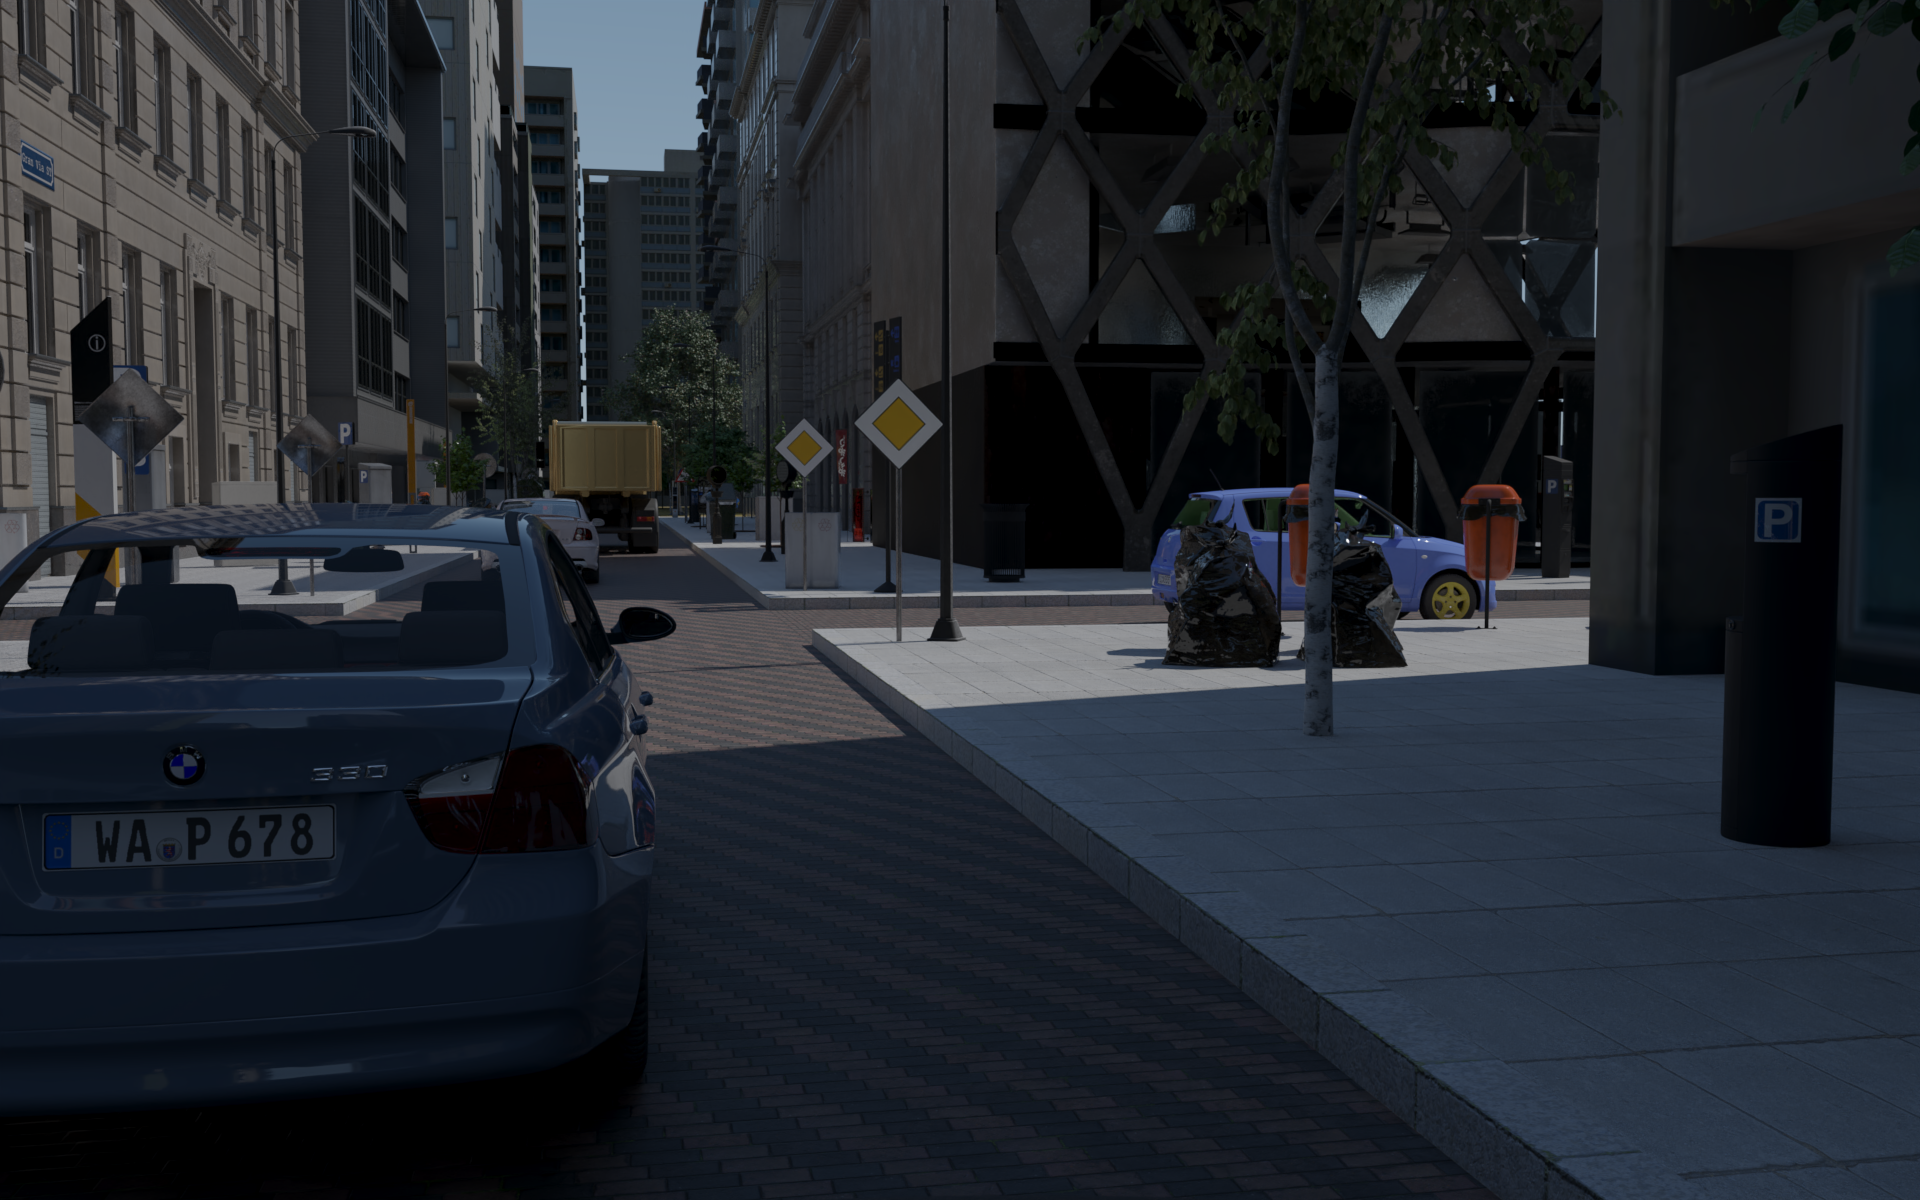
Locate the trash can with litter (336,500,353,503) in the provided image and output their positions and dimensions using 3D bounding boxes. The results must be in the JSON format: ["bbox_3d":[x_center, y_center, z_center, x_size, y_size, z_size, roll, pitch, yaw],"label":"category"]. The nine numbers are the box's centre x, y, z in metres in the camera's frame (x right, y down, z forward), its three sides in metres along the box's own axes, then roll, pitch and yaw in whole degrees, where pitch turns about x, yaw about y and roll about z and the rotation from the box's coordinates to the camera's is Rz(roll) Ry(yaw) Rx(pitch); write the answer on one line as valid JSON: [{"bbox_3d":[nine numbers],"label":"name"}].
[{"bbox_3d":[-11.427,-1.322,33.010,0.624,1.170,1.055,2,4,34],"label":"trash can with litter"}]

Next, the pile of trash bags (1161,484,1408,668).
[{"bbox_3d":[2.752,-0.279,14.312,1.912,1.369,3.447,1,4,16],"label":"pile of trash bags"}]

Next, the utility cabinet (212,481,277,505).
[{"bbox_3d":[-12.615,-1.347,30.704,0.318,1.500,1.173,3,5,39],"label":"utility cabinet"}]

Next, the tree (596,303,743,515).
[{"bbox_3d":[-16.974,-11.433,103.945,9.611,12.733,9.660,0,3,0],"label":"tree"}]

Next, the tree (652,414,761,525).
[{"bbox_3d":[-9.818,-5.351,71.199,4.285,4.588,4.351,0,3,0],"label":"tree"}]

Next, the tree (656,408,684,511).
[{"bbox_3d":[-21.495,-10.887,128.366,4.360,8.622,3.978,0,3,0],"label":"tree"}]

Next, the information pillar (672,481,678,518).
[{"bbox_3d":[-15.540,-5.502,94.451,0.304,2.012,0.304,-1,4,-10],"label":"information pillar"}]

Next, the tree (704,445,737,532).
[{"bbox_3d":[-7.446,-3.923,58.739,1.663,3.219,1.824,0,3,0],"label":"tree"}]

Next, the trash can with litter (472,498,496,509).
[{"bbox_3d":[-14.696,-2.542,52.948,0.624,1.170,1.055,1,4,15],"label":"trash can with litter"}]

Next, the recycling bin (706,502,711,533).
[{"bbox_3d":[-7.893,-2.723,57.070,0.722,1.027,0.722,1,4,14],"label":"recycling bin"}]

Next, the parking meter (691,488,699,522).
[{"bbox_3d":[-12.009,-4.289,78.539,0.372,1.533,0.369,0,3,0],"label":"parking meter"}]

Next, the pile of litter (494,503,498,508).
[{"bbox_3d":[-22.318,-4.260,83.614,1.719,0.858,1.176,-2,4,-33],"label":"pile of litter"}]

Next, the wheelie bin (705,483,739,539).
[{"bbox_3d":[-6.777,-2.525,49.186,0.980,1.594,0.693,-2,4,-28],"label":"wheelie bin"}]

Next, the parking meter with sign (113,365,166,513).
[{"bbox_3d":[-11.423,-1.715,24.306,0.543,3.016,1.738,-1,4,-10],"label":"parking meter with sign"}]

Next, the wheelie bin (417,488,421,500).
[{"bbox_3d":[-29.199,-5.184,92.672,0.980,1.594,0.693,1,4,14],"label":"wheelie bin"}]

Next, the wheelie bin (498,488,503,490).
[{"bbox_3d":[-23.684,-4.971,89.180,0.693,1.594,0.980,0,4,3],"label":"wheelie bin"}]

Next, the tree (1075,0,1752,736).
[{"bbox_3d":[2.107,-3.594,9.122,4.737,8.622,4.395,0,3,0],"label":"tree"}]

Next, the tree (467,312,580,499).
[{"bbox_3d":[-18.011,-7.367,70.807,4.360,8.622,3.978,0,3,0],"label":"tree"}]

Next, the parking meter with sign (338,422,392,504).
[{"bbox_3d":[-14.409,-2.844,42.765,0.543,3.016,1.738,2,4,34],"label":"parking meter with sign"}]

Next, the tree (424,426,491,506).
[{"bbox_3d":[-14.109,-3.353,49.420,1.663,3.219,1.824,0,3,0],"label":"tree"}]

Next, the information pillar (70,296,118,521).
[{"bbox_3d":[-10.285,-1.790,20.617,0.504,3.616,0.183,0,4,2],"label":"information pillar"}]

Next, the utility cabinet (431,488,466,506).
[{"bbox_3d":[-18.329,-3.268,62.103,1.173,1.500,0.318,-2,4,-35],"label":"utility cabinet"}]

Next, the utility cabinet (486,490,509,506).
[{"bbox_3d":[-22.785,-4.673,85.077,1.173,1.500,0.318,-3,4,-36],"label":"utility cabinet"}]

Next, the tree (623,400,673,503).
[{"bbox_3d":[-27.610,-13.521,155.483,7.601,10.594,8.767,-1,4,-19],"label":"tree"}]

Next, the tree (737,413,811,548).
[{"bbox_3d":[-4.263,-2.876,41.623,1.663,3.219,1.824,0,3,0],"label":"tree"}]

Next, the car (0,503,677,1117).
[{"bbox_3d":[-1.872,0.407,5.345,2.014,1.417,4.499,-1,4,-11],"label":"car"}]

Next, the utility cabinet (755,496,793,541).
[{"bbox_3d":[-5.149,-2.253,47.992,1.020,1.237,0.306,-2,4,-26],"label":"utility cabinet"}]

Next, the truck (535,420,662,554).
[{"bbox_3d":[-9.316,-3.004,45.044,3.469,3.379,9.791,-1,4,-13],"label":"truck"}]

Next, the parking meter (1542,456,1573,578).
[{"bbox_3d":[9.143,-1.271,26.500,0.255,1.863,0.399,-2,4,-32],"label":"parking meter"}]

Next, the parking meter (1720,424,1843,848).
[{"bbox_3d":[3.039,0.122,6.414,0.372,1.533,0.369,0,3,0],"label":"parking meter"}]

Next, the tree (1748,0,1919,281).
[{"bbox_3d":[3.193,-1.200,3.329,4.285,4.588,4.351,0,3,0],"label":"tree"}]

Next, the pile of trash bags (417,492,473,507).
[{"bbox_3d":[-26.093,-4.755,87.492,1.912,1.369,3.447,1,4,23],"label":"pile of trash bags"}]

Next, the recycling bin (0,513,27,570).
[{"bbox_3d":[-12.598,-0.609,22.519,0.722,1.027,0.722,-3,5,-40],"label":"recycling bin"}]

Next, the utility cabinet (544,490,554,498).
[{"bbox_3d":[-22.241,-5.201,93.710,0.318,1.500,1.173,-2,4,-32],"label":"utility cabinet"}]

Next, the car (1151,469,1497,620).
[{"bbox_3d":[3.969,-0.569,18.892,3.694,1.707,1.945,-1,4,-10],"label":"car"}]

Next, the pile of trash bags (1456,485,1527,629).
[{"bbox_3d":[6.413,-0.393,16.176,3.447,1.369,1.912,1,4,21],"label":"pile of trash bags"}]

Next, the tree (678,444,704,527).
[{"bbox_3d":[-10.053,-4.422,66.903,1.663,3.219,1.824,0,3,0],"label":"tree"}]

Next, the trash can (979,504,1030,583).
[{"bbox_3d":[0.646,-0.832,25.256,0.748,1.137,0.748,0,3,0],"label":"trash can"}]

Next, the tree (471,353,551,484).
[{"bbox_3d":[-22.859,-8.508,89.462,4.737,8.622,4.395,0,3,0],"label":"tree"}]

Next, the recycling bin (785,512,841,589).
[{"bbox_3d":[-2.013,-0.686,23.766,0.722,1.027,0.722,0,4,-1],"label":"recycling bin"}]

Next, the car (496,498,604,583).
[{"bbox_3d":[-7.001,-1.016,28.981,2.083,1.381,4.827,-1,4,-13],"label":"car"}]
